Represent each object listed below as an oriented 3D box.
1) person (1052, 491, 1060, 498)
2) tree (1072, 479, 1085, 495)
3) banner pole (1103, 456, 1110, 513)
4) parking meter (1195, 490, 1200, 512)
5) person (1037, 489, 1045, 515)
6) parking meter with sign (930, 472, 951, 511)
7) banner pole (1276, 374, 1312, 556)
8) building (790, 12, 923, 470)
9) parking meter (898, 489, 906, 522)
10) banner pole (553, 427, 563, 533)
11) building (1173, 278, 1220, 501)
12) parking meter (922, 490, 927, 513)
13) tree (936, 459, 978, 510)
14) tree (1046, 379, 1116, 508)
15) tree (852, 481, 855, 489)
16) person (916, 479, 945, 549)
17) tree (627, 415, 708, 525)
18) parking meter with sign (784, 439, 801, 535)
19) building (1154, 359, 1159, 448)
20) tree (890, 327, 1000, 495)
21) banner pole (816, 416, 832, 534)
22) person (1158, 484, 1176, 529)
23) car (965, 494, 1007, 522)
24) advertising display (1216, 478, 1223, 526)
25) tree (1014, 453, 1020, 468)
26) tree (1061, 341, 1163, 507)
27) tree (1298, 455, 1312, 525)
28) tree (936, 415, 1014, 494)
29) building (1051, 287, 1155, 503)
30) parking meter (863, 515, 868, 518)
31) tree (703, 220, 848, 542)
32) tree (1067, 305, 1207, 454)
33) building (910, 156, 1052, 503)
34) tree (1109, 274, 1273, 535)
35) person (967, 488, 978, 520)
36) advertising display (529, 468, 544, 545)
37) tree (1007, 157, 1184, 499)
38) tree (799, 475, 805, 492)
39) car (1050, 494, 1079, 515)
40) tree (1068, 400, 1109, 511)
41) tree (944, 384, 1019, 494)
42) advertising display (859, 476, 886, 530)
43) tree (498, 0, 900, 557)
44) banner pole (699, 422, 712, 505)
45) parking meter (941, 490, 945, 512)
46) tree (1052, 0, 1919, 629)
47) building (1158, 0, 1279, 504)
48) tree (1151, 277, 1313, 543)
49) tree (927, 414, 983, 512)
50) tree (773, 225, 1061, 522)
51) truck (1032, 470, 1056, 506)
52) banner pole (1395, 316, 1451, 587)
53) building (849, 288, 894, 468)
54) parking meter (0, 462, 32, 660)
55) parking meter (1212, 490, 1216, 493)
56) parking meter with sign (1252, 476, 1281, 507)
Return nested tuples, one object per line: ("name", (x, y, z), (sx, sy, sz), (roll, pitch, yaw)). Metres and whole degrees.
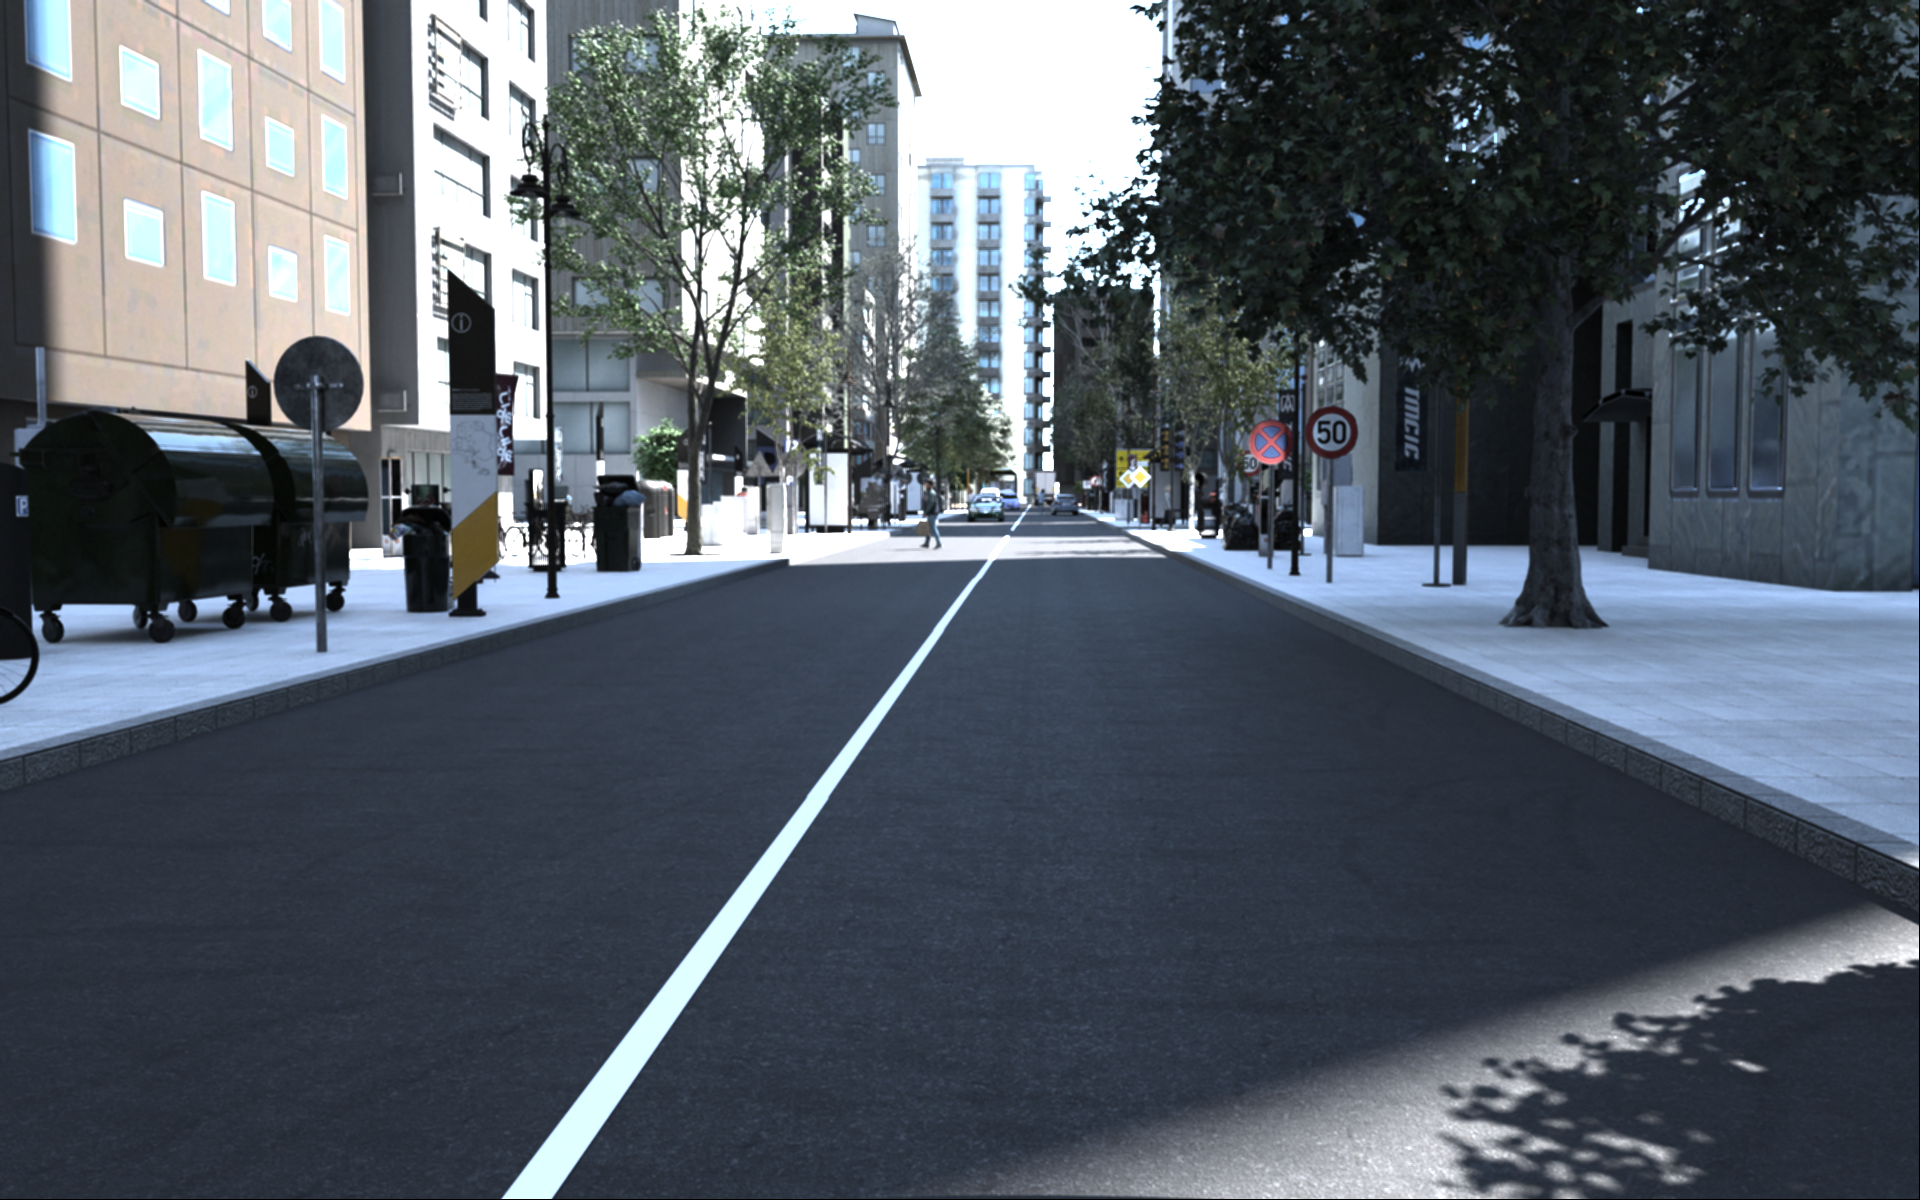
("person", (11.015, -11.442, 195.584), (1.348, 1.824, 0.705), (1, 4, 21))
("tree", (15.344, -13.875, 221.450), (1.663, 3.219, 1.824), (0, 3, 0))
("banner pole", (9.691, -7.613, 114.494), (0.863, 3.779, 0.401), (-2, 4, -35))
("parking meter", (15.866, -6.548, 115.466), (0.372, 1.533, 0.369), (0, 3, 0))
("person", (5.654, -6.848, 120.727), (0.793, 1.790, 0.793), (3, 5, 41))
("parking meter with sign", (-1.622, -8.679, 138.163), (1.738, 3.016, 0.543), (0, 4, 7))
("banner pole", (7.009, -2.835, 36.372), (0.401, 3.779, 0.863), (-3, 5, -45))
("building", (-18.855, -37.324, 199.487), (27.495, 52.752, 28.713), (0, 4, 3))
("parking meter", (-2.708, -4.421, 80.701), (0.372, 1.533, 0.369), (0, 3, 0))
("banner pole", (-13.287, -4.095, 56.970), (0.401, 3.779, 0.863), (-3, 5, -45))
("building", (25.595, -23.223, 151.399), (14.160, 30.474, 14.107), (0, 4, 3))
("parking meter", (-2.702, -7.558, 131.983), (0.372, 1.533, 0.369), (0, 3, 0))
("tree", (-0.084, -10.232, 151.009), (4.285, 4.588, 4.351), (0, 3, 0))
("tree", (11.337, -14.077, 155.918), (9.928, 11.665, 9.643), (0, 3, 0))
("tree", (-7.170, -6.841, 106.455), (1.663, 3.219, 1.824), (0, 3, 0))
("person", (-0.774, -2.224, 44.854), (0.713, 1.824, 0.794), (1, 4, 18))
("tree", (-12.287, -5.420, 72.326), (4.285, 4.588, 4.351), (0, 3, 0))
("parking meter with sign", (-5.332, -3.558, 54.430), (0.543, 3.016, 1.738), (0, 4, -1))
("building", (41.674, -24.646, 248.000), (28.899, 21.520, 27.650), (0, 4, 3))
("tree", (-1.208, -12.105, 116.046), (7.486, 12.596, 7.792), (0, 3, 0))
("banner pole", (-4.440, -4.026, 55.839), (0.401, 3.779, 0.863), (-2, 4, -32))
("person", (7.977, -3.541, 66.575), (0.728, 1.800, 0.709), (1, 4, 14))
("car", (1.368, -4.771, 89.800), (2.131, 1.459, 4.920), (0, 4, 3))
("advertising display", (10.534, -3.958, 69.932), (0.123, 1.923, 0.974), (2, 4, 26))
("tree", (3.387, -17.325, 217.667), (8.767, 10.594, 7.601), (0, 4, 2))
("tree", (11.229, -13.819, 136.303), (12.009, 13.543, 11.850), (0, 3, 0))
("tree", (14.983, -4.727, 71.883), (1.663, 3.219, 1.824), (0, 3, 0))
("tree", (0.728, -14.906, 178.118), (7.601, 10.594, 8.767), (1, 4, 12))
("building", (19.932, -28.823, 242.949), (14.107, 30.474, 14.160), (0, 4, 3))
("parking meter", (-5.045, -5.202, 93.462), (0.372, 1.533, 0.369), (0, 3, 0))
("tree", (-4.800, -5.865, 46.249), (4.737, 8.622, 4.395), (0, 3, 0))
("tree", (8.755, -9.278, 86.100), (7.601, 10.594, 8.767), (-2, 4, -25))
("building", (-2.106, -38.449, 248.250), (30.456, 49.044, 23.786), (0, 4, 3))
("tree", (7.552, -6.380, 54.668), (4.360, 8.622, 3.978), (0, 3, 0))
("person", (0.786, -5.185, 93.944), (0.731, 1.740, 0.598), (-2, 4, -24))
("advertising display", (-10.682, -2.353, 43.687), (0.123, 1.923, 0.974), (0, 4, 0))
("tree", (8.049, -14.963, 100.542), (12.611, 20.169, 13.585), (0, 3, 0))
("tree", (-7.844, -5.979, 92.354), (1.663, 3.219, 1.824), (0, 3, 0))
("car", (7.144, -6.498, 118.247), (2.014, 1.417, 4.499), (0, 4, 1))
("tree", (10.168, -10.905, 128.657), (4.360, 8.622, 3.978), (0, 3, 0))
("tree", (2.295, -17.512, 192.974), (9.857, 13.997, 8.962), (0, 3, 0))
("advertising display", (-3.138, -3.491, 62.288), (0.974, 1.923, 0.123), (0, 4, 2))
("tree", (-5.357, -6.725, 35.702), (9.928, 11.665, 9.643), (0, 3, 0))
("banner pole", (-8.905, -4.313, 60.533), (0.863, 3.779, 0.401), (2, 4, 33))
("parking meter", (-1.249, -6.956, 122.148), (0.372, 1.533, 0.369), (0, 3, 0))
("tree", (5.685, -6.092, 16.608), (9.611, 12.733, 9.660), (0, 3, 0))
("building", (30.387, -38.535, 172.052), (21.231, 58.520, 28.212), (0, 4, 3))
("tree", (7.169, -5.792, 45.056), (4.737, 8.622, 4.395), (0, 3, 0))
("tree", (-0.632, -10.651, 124.512), (4.737, 8.622, 4.395), (0, 3, 0))
("tree", (-3.277, -10.280, 78.448), (12.009, 13.543, 11.850), (0, 3, 0))
("truck", (10.200, -13.473, 209.191), (2.839, 4.237, 11.283), (0, 4, 2))
("banner pole", (6.444, -2.087, 24.134), (0.863, 3.779, 0.401), (2, 4, 35))
("building", (-21.116, -19.306, 160.686), (27.650, 21.520, 28.899), (0, 4, 3))
("parking meter", (-7.462, -0.312, 13.506), (0.372, 1.533, 0.369), (0, 3, 0))
("parking meter", (15.530, -5.935, 105.444), (0.372, 1.533, 0.369), (0, 3, 0))
("parking meter with sign", (13.033, -4.818, 75.038), (1.738, 3.016, 0.543), (1, 4, 18))
